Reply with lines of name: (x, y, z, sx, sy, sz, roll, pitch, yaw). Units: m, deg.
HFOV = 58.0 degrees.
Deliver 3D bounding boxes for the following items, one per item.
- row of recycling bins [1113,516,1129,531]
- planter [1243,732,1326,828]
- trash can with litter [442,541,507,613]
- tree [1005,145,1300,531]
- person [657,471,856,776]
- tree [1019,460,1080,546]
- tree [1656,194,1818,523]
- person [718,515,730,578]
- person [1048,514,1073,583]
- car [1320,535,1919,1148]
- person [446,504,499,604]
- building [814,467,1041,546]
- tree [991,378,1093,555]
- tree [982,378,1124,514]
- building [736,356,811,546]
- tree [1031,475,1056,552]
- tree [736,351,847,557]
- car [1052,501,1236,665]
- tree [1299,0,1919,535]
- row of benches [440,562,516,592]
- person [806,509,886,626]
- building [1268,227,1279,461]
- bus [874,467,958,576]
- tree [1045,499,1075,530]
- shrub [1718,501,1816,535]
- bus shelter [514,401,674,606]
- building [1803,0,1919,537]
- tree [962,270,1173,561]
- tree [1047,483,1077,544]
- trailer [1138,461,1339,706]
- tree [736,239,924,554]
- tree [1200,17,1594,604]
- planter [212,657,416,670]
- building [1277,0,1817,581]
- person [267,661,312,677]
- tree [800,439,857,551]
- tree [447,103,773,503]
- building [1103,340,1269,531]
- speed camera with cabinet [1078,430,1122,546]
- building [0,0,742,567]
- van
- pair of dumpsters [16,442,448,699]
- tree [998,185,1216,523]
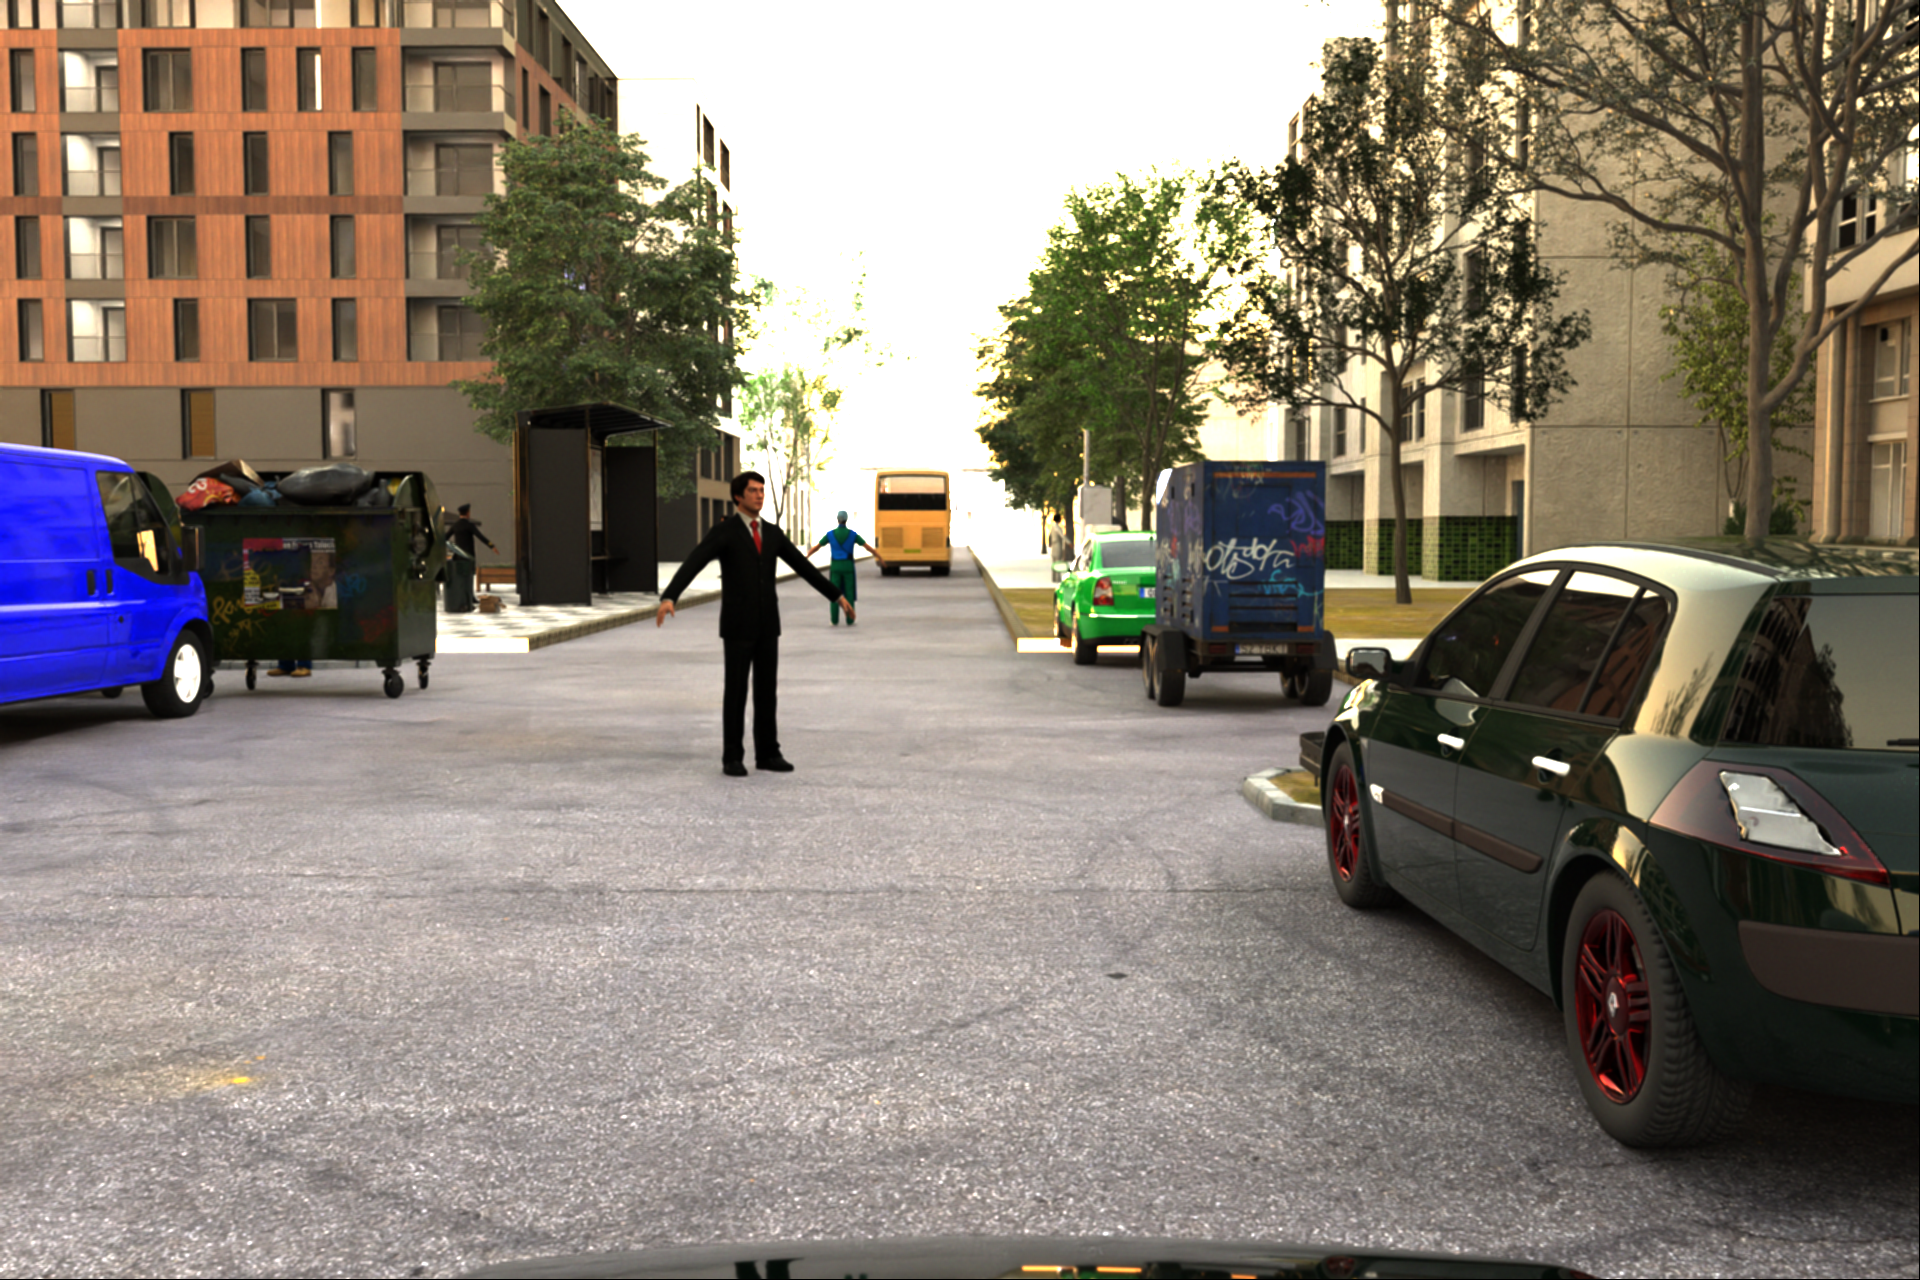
row of recycling bins: (3.262, -2.000, 39.816, 1.069, 1.692, 3.534, 0, 4, 1)
planter: (2.557, 0.732, 9.175, 1.991, 0.319, 1.994, 0, 4, -1)
trash can with litter: (-7.969, -1.038, 28.352, 1.055, 1.170, 0.624, 0, 4, 0)
tree: (5.171, -7.374, 46.324, 9.928, 11.665, 9.643, 0, 3, 0)
person: (-1.244, -0.108, 10.405, 1.347, 1.806, 0.705, -3, 4, -37)
tree: (5.385, -9.179, 100.439, 4.737, 8.622, 4.395, 0, 3, 0)
tree: (16.588, -5.279, 36.680, 4.737, 8.622, 4.395, 0, 3, 0)
person: (-6.882, -2.720, 50.608, 0.704, 1.843, 1.345, -2, 4, -35)
person: (2.599, -2.422, 45.787, 0.705, 1.806, 1.347, -2, 4, -23)
car: (2.343, 0.265, 5.456, 2.009, 1.686, 4.222, 0, 4, -1)
person: (-9.105, -1.590, 31.931, 1.347, 1.837, 0.705, 2, 4, 24)
building: (-3.804, -16.597, 215.966, 28.070, 9.664, 9.099, 0, 4, 0)
tree: (5.430, -11.209, 109.024, 9.928, 11.665, 9.643, 0, 3, 0)
tree: (4.971, -9.579, 91.028, 8.767, 10.594, 7.601, 1, 4, 16)
building: (-25.932, -19.681, 188.247, 16.747, 18.905, 31.486, 0, 3, 0)
tree: (5.452, -10.537, 122.639, 4.737, 8.622, 4.395, 0, 3, 0)
tree: (-10.177, -10.494, 97.331, 9.928, 11.665, 9.643, 0, 3, 0)
car: (2.106, -0.710, 20.408, 1.959, 1.807, 4.718, 0, 4, -1)
tree: (8.453, -6.569, 17.773, 12.009, 13.543, 11.850, 0, 3, 0)
row of benches: (-10.204, -1.408, 38.487, 4.104, 0.672, 1.422, 0, 4, 7)
person: (-1.830, -1.130, 27.057, 1.347, 1.817, 0.704, 0, 4, 3)
building: (23.344, -14.957, 100.969, 16.016, 20.090, 11.380, 0, 4, 1)
bus: (-1.543, -4.353, 62.714, 2.896, 3.916, 12.252, 0, 4, 0)
tree: (13.295, -16.407, 218.613, 4.360, 8.622, 3.978, 0, 3, 0)
shrub: (13.929, -1.570, 30.092, 1.690, 2.028, 1.600, 0, 3, 0)
bus shelter: (-7.003, -2.599, 33.784, 1.731, 3.624, 6.357, 0, 4, 1)
building: (25.513, -12.561, 12.977, 19.016, 26.051, 41.698, 0, 4, 0)
tree: (5.034, -10.665, 81.023, 9.857, 13.997, 8.962, 0, 3, 0)
tree: (12.558, -16.105, 213.678, 4.737, 8.622, 4.395, 0, 3, 0)
trailer: (2.323, -0.515, 15.463, 1.471, 1.999, 3.904, 0, 4, -1)
tree: (-8.259, -15.546, 110.060, 12.611, 20.169, 13.585, 0, 3, 0)
tree: (7.881, -5.956, 31.801, 7.601, 10.594, 8.767, 1, 4, 18)
planter: (-7.159, 0.114, 19.270, 1.991, 0.319, 1.994, 0, 4, 1)
building: (21.302, -11.512, 54.673, 16.747, 18.905, 31.486, 0, 3, 0)
person: (-6.758, -0.553, 17.464, 1.349, 1.833, 0.705, 2, 4, 26)
tree: (-10.266, -10.862, 127.957, 4.360, 8.622, 3.978, 0, 3, 0)
tree: (-10.449, -8.872, 51.705, 9.857, 13.997, 8.962, 0, 3, 0)
building: (22.318, -18.333, 166.203, 16.747, 18.905, 31.486, 0, 4, 0)
speed camera with cabinet: (2.613, -2.316, 32.204, 0.660, 3.252, 2.038, 0, 4, -2)
building: (-25.836, -14.187, 75.928, 27.936, 21.610, 32.646, 0, 4, 1)
van: (-6.958, -0.452, 11.780, 2.240, 2.365, 5.245, 0, 4, 0)
pair of dumpsters: (-6.980, -0.643, 15.465, 4.436, 2.255, 1.574, 0, 4, 0)
tree: (4.945, -8.487, 56.897, 7.486, 12.596, 7.792, 0, 3, 0)
